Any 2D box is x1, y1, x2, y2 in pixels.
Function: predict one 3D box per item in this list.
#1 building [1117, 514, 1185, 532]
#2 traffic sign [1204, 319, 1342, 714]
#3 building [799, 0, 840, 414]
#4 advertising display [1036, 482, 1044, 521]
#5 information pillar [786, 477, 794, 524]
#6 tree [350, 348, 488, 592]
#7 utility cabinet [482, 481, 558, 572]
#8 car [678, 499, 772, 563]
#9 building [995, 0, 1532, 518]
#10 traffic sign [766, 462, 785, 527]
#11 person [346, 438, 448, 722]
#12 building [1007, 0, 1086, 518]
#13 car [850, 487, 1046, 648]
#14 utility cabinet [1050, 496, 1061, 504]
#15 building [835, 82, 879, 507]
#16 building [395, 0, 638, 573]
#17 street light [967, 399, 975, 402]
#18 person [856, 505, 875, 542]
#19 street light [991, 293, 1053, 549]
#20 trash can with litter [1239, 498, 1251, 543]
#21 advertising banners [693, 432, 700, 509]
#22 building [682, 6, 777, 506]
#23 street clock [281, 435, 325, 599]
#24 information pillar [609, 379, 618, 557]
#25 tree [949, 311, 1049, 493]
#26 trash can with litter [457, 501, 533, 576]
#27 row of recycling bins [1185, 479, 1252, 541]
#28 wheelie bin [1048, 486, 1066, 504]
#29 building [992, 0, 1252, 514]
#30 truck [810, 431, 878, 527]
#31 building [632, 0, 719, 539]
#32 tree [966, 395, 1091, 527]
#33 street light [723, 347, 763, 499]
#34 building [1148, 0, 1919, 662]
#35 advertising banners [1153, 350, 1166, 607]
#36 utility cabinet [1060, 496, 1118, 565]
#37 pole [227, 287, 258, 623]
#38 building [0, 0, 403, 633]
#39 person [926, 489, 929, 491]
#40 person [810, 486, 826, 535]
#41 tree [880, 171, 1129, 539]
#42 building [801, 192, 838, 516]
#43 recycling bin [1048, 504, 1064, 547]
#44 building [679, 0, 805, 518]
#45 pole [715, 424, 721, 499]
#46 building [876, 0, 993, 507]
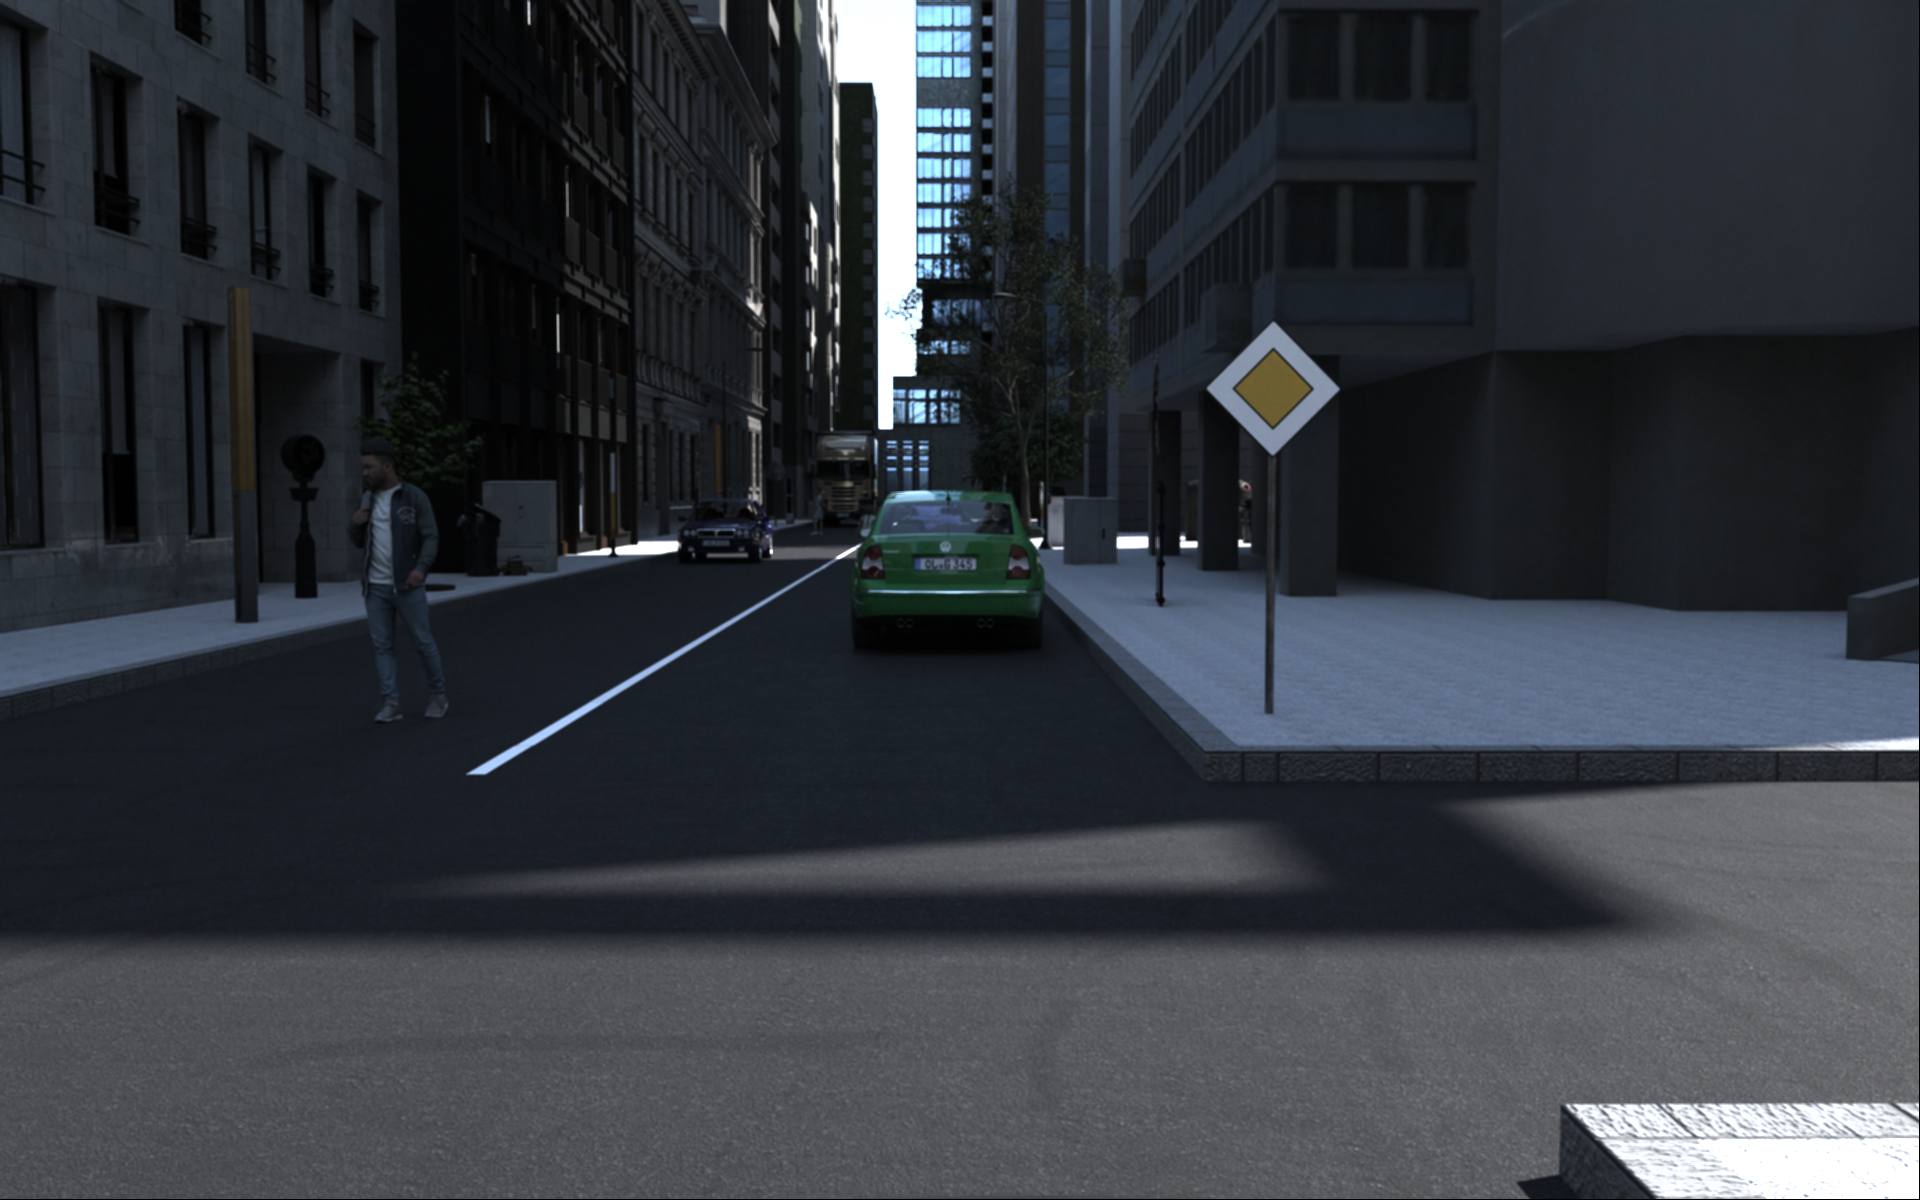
[{"bbox_3d":[15.666,-32.309,70.246,21.231,58.520,28.212,0,4,0],"label":"building"},{"bbox_3d":[1.803,-0.392,10.056,0.795,2.450,0.064,0,4,0],"label":"traffic sign"},{"bbox_3d":[-23.834,-33.974,144.707,27.495,52.752,28.713,0,4,0],"label":"building"},{"bbox_3d":[3.918,-4.751,82.893,0.123,1.923,0.974,2,4,28],"label":"advertising display"},{"bbox_3d":[-7.329,-4.291,74.652,0.304,2.012,0.304,1,4,9],"label":"information pillar"},{"bbox_3d":[-7.160,-1.745,23.137,1.663,3.219,1.824,0,3,0],"label":"tree"},{"bbox_3d":[-7.221,-1.206,28.403,1.173,1.500,0.318,1,4,12],"label":"utility cabinet"},{"bbox_3d":[-5.042,-1.518,37.403,1.945,1.354,3.894,0,4,-1],"label":"car"},{"bbox_3d":[18.576,-26.086,118.393,32.217,40.220,23.993,0,4,0],"label":"building"},{"bbox_3d":[-7.234,-4.146,67.894,0.768,2.556,0.104,0,4,4],"label":"traffic sign"},{"bbox_3d":[-3.585,-0.131,10.982,0.623,1.781,0.721,0,4,1],"label":"person"},{"bbox_3d":[9.837,-27.461,99.101,14.600,45.320,14.200,0,4,0],"label":"building"},{"bbox_3d":[-0.092,-0.531,17.475,1.959,1.807,4.718,0,4,1],"label":"car"},{"bbox_3d":[3.202,-2.478,51.674,1.020,1.237,0.306,0,4,-3],"label":"utility cabinet"},{"bbox_3d":[-15.346,-30.093,175.617,14.086,41.232,14.154,0,4,0],"label":"building"},{"bbox_3d":[-14.219,-12.566,35.126,12.332,23.373,15.834,0,4,0],"label":"building"},{"bbox_3d":[1.030,-6.888,85.162,1.470,5.913,1.316,0,4,0],"label":"street light"},{"bbox_3d":[-1.856,-1.274,34.348,0.505,1.210,0.382,1,4,21],"label":"person"},{"bbox_3d":[1.455,-4.140,40.233,1.470,5.913,1.316,0,4,0],"label":"street light"},{"bbox_3d":[7.676,-2.074,45.301,0.624,1.170,1.055,2,4,33],"label":"trash can with litter"},{"bbox_3d":[-7.569,-3.275,49.730,0.090,3.025,2.074,-1,4,-12],"label":"advertising banners"},{"bbox_3d":[-14.474,-14.477,72.858,11.583,22.565,21.152,0,4,0],"label":"building"},{"bbox_3d":[-8.071,-1.025,21.324,0.358,2.002,0.471,2,4,34],"label":"street clock"},{"bbox_3d":[-7.048,-2.677,35.117,0.183,3.616,0.504,-1,4,-13],"label":"information pillar"},{"bbox_3d":[1.700,-7.288,69.516,4.360,8.622,3.978,0,3,0],"label":"tree"},{"bbox_3d":[-7.299,-0.967,27.202,1.055,1.170,0.624,-3,4,-36],"label":"trash can with litter"},{"bbox_3d":[7.463,-2.525,48.398,1.069,1.692,3.534,3,5,43],"label":"row of recycling bins"},{"bbox_3d":[3.999,-3.931,72.174,0.980,1.594,0.693,-2,4,-35],"label":"wheelie bin"},{"bbox_3d":[13.222,-36.890,145.149,21.231,58.520,28.212,0,4,0],"label":"building"},{"bbox_3d":[-5.121,-5.514,79.065,2.839,4.237,11.283,0,4,-1],"label":"truck"},{"bbox_3d":[-13.825,-11.508,52.788,10.561,19.102,19.286,0,4,0],"label":"building"},{"bbox_3d":[2.645,-4.434,56.206,4.285,4.588,4.351,0,3,0],"label":"tree"},{"bbox_3d":[-6.933,-5.043,55.000,1.470,5.913,1.316,0,4,0],"label":"street light"},{"bbox_3d":[15.254,-20.451,26.256,23.993,40.220,32.217,0,4,0],"label":"building"},{"bbox_3d":[2.365,-1.492,20.588,0.090,3.025,2.074,0,4,5],"label":"advertising banners"},{"bbox_3d":[2.399,-1.261,31.779,1.020,1.237,0.306,-2,4,-31],"label":"utility cabinet"},{"bbox_3d":[-7.124,-1.428,17.199,0.158,3.312,0.155,0,3,0],"label":"pole"},{"bbox_3d":[-14.052,-10.040,18.904,10.420,20.320,16.860,0,4,0],"label":"building"},{"bbox_3d":[-1.912,-5.909,105.908,0.742,1.727,0.445,-3,5,-45],"label":"person"},{"bbox_3d":[-4.973,-3.151,61.028,0.522,1.701,0.512,1,4,8],"label":"person"},{"bbox_3d":[1.937,-7.038,49.491,8.767,10.594,7.601,0,4,-3],"label":"tree"},{"bbox_3d":[-22.726,-16.428,113.631,27.650,21.520,28.899,0,4,0],"label":"building"},{"bbox_3d":[2.542,-1.818,42.280,0.722,1.027,0.722,1,4,11],"label":"recycling bin"},{"bbox_3d":[-15.928,-19.587,91.952,14.160,30.474,14.107,0,4,0],"label":"building"},{"bbox_3d":[-7.094,-3.482,50.775,0.158,3.312,0.155,0,3,0],"label":"pole"},{"bbox_3d":[7.155,-53.001,179.232,31.000,86.520,22.319,0,4,0],"label":"building"}]
